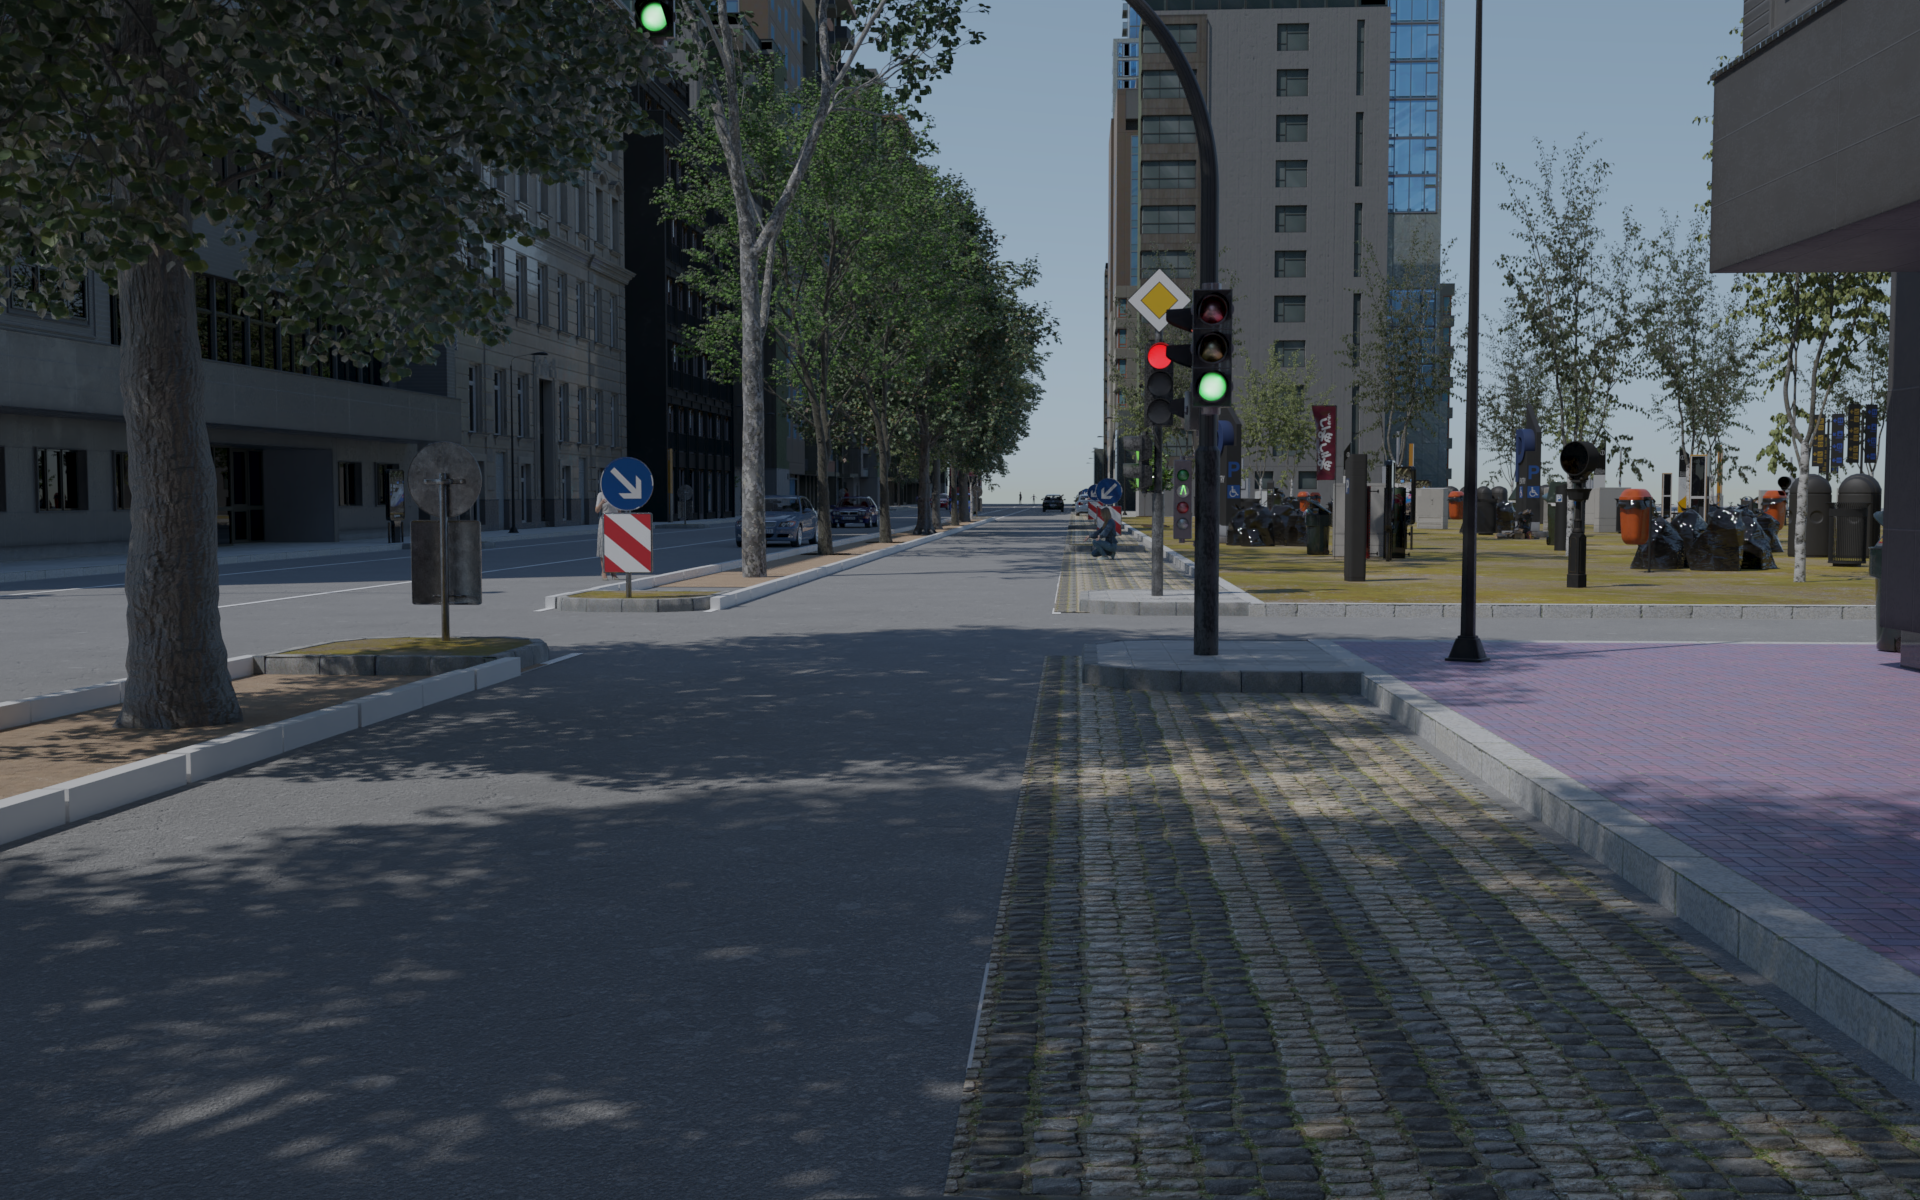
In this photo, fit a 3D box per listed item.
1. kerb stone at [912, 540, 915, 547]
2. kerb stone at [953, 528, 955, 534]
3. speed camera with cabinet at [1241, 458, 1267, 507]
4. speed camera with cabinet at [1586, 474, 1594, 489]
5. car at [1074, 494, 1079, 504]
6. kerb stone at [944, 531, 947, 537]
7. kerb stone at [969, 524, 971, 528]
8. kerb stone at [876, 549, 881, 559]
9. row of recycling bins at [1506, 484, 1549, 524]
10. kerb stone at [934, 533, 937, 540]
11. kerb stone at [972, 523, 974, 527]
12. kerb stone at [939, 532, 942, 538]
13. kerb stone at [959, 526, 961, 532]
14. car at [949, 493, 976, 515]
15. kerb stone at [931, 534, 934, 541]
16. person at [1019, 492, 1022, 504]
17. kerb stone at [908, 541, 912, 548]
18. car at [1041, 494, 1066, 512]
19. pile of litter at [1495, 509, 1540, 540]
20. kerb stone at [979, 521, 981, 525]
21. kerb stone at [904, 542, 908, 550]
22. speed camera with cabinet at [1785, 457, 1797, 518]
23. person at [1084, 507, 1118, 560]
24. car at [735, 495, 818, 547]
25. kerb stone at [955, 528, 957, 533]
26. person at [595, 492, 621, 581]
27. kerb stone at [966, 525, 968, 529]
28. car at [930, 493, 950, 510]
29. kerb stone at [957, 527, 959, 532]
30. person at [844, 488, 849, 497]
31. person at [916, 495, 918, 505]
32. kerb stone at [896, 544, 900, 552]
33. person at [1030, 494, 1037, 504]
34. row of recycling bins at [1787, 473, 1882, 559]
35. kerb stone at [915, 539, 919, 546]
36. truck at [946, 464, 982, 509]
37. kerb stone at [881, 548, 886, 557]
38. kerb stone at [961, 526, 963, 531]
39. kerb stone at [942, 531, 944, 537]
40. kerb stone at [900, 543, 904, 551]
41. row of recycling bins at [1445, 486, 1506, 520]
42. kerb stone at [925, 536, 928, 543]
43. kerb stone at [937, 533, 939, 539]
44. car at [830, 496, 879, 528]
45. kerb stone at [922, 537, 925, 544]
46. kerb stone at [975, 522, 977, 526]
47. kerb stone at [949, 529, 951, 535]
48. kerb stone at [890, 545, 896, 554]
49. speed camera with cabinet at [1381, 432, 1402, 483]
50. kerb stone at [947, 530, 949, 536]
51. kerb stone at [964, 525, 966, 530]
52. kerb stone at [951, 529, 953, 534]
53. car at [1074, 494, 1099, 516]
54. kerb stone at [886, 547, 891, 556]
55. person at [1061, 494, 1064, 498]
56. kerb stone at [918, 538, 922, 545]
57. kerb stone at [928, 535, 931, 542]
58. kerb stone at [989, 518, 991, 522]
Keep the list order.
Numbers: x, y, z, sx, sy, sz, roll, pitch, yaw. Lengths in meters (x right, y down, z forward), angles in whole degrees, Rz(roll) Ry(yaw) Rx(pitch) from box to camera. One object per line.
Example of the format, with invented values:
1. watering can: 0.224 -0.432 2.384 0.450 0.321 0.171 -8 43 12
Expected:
1. kerb stone: -1.378 -1.479 46.460 0.120 0.150 1.000 0 4 4
2. kerb stone: -0.351 -2.421 61.781 0.120 0.150 1.000 0 4 4
3. speed camera with cabinet: 16.398 -6.225 96.114 2.038 3.252 0.660 1 4 23
4. speed camera with cabinet: 34.567 -6.064 93.486 0.660 3.252 2.038 -1 4 -12
5. car: 16.559 -13.840 236.514 2.015 1.641 3.980 0 4 3
6. kerb stone: -0.622 -2.171 57.692 0.120 0.150 1.000 0 4 4
7. kerb stone: 0.249 -2.985 71.003 0.120 0.150 1.000 0 4 4
8. kerb stone: -1.913 -0.984 38.281 0.120 0.150 1.000 0 4 4
9. row of recycling bins: 25.106 -4.132 74.675 1.069 1.692 3.534 -1 4 -14
10. kerb stone: -0.899 -1.921 53.597 0.120 0.150 1.000 0 4 4
11. kerb stone: 0.388 -3.107 73.046 0.120 0.150 1.000 0 4 4
12. kerb stone: -0.753 -2.046 55.644 0.120 0.150 1.000 0 4 4
13. kerb stone: -0.156 -2.608 64.844 0.120 0.150 1.000 0 4 4
14. car: 0.248 -6.885 122.158 1.945 1.707 3.694 0 4 6
15. kerb stone: -0.968 -1.858 52.578 0.120 0.150 1.000 0 4 4
16. person: 8.552 -14.256 242.108 0.617 1.759 0.750 -2 4 -34
17. kerb stone: -1.436 -1.417 45.434 0.120 0.150 1.000 0 4 4
18. car: 7.514 -7.930 139.447 2.009 1.686 4.222 0 4 4
19. pile of litter: 15.964 -2.182 49.633 1.176 0.858 1.719 0 4 6
20. kerb stone: 0.726 -3.422 78.152 0.120 0.150 1.000 0 4 4
21. kerb stone: -1.510 -1.359 44.407 0.120 0.150 1.000 0 4 4
22. speed camera with cabinet: 44.969 -5.988 92.239 2.038 3.252 0.660 1 4 18
23. person: 3.062 -1.434 37.439 0.738 1.151 1.012 0 4 2
24. car: -5.040 -2.221 48.323 2.014 1.417 4.499 0 4 5
25. kerb stone: -0.285 -2.483 62.801 0.120 0.150 1.000 0 4 4
26. person: -5.798 -1.203 28.737 0.480 1.755 0.524 -2 4 -35
27. kerb stone: 0.109 -2.859 68.943 0.120 0.150 1.000 0 4 4
28. car: -1.817 -9.062 157.202 2.155 1.783 4.494 0 4 5
29. kerb stone: -0.221 -2.546 63.821 0.120 0.150 1.000 0 4 4
30. person: -7.346 -6.295 111.362 0.705 1.831 1.348 -2 4 -24
31. person: -3.201 -7.533 134.893 0.421 1.427 0.697 -1 4 -9
32. kerb stone: -1.644 -1.234 42.363 0.120 0.150 1.000 0 4 4
33. person: 10.287 -14.046 241.374 0.991 1.433 0.599 0 4 4
34. row of recycling bins: 18.459 -1.677 34.530 3.534 1.692 1.069 2 4 30
35. kerb stone: -1.304 -1.541 47.479 0.120 0.150 1.000 0 4 4
36. truck: 0.459 -9.608 146.000 2.839 4.237 11.283 0 4 3
37. kerb stone: -1.851 -1.046 39.301 0.120 0.150 1.000 0 4 4
38. kerb stone: -0.086 -2.671 65.867 0.120 0.150 1.000 0 4 4
39. kerb stone: -0.699 -2.107 56.666 0.120 0.150 1.000 0 4 4
40. kerb stone: -1.579 -1.296 43.387 0.120 0.150 1.000 0 4 4
41. row of recycling bins: 26.148 -4.942 87.907 3.534 1.692 1.069 -1 4 -12
42. kerb stone: -1.102 -1.733 50.538 0.120 0.150 1.000 0 4 4
43. kerb stone: -0.832 -1.980 54.625 0.120 0.150 1.000 0 4 4
44. car: -4.526 -3.781 74.404 1.945 1.354 3.894 0 4 4
45. kerb stone: -1.170 -1.671 49.519 0.120 0.150 1.000 0 4 4
46. kerb stone: 0.522 -3.235 75.085 0.120 0.150 1.000 0 4 4
47. kerb stone: -0.497 -2.296 59.740 0.120 0.150 1.000 0 4 4
48. kerb stone: -1.707 -1.171 41.343 0.120 0.150 1.000 0 4 4
49. speed camera with cabinet: 13.923 -3.744 55.554 0.660 3.252 2.038 1 4 20
50. kerb stone: -0.553 -2.222 58.720 0.120 0.150 1.000 0 4 4
51. kerb stone: 0.049 -2.796 67.918 0.120 0.150 1.000 0 4 4
52. kerb stone: -0.428 -2.356 60.762 0.120 0.150 1.000 0 4 4
53. car: 8.425 -6.188 113.172 2.014 1.417 4.499 0 4 3
54. kerb stone: -1.778 -1.107 40.320 0.120 0.150 1.000 0 4 4
55. person: 13.923 -13.830 237.805 0.799 1.438 0.628 0 4 -1
56. kerb stone: -1.232 -1.609 48.499 0.120 0.150 1.000 0 4 4
57. kerb stone: -1.039 -1.796 51.558 0.120 0.150 1.000 0 4 4
58. kerb stone: 1.332 -3.985 87.355 0.120 0.150 1.000 0 4 4
